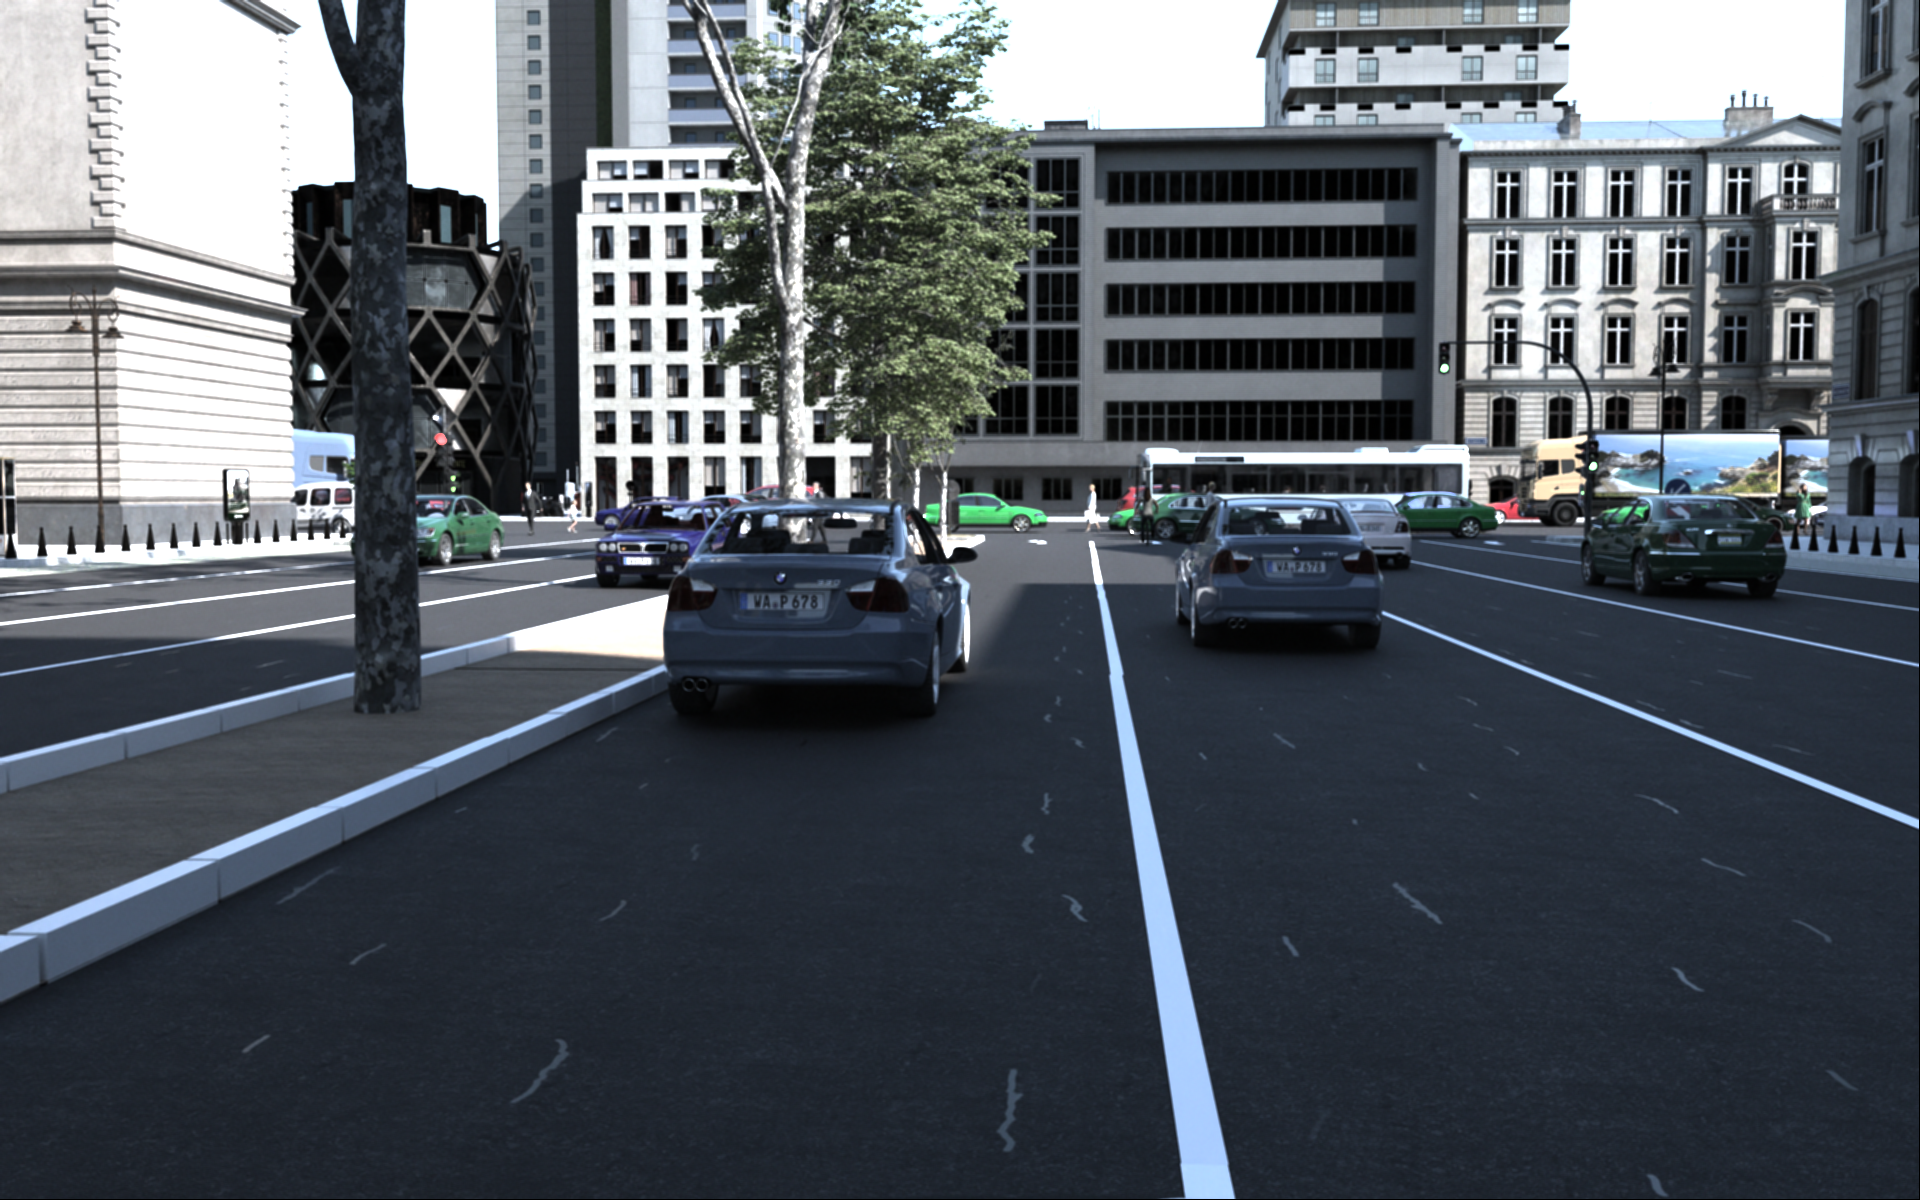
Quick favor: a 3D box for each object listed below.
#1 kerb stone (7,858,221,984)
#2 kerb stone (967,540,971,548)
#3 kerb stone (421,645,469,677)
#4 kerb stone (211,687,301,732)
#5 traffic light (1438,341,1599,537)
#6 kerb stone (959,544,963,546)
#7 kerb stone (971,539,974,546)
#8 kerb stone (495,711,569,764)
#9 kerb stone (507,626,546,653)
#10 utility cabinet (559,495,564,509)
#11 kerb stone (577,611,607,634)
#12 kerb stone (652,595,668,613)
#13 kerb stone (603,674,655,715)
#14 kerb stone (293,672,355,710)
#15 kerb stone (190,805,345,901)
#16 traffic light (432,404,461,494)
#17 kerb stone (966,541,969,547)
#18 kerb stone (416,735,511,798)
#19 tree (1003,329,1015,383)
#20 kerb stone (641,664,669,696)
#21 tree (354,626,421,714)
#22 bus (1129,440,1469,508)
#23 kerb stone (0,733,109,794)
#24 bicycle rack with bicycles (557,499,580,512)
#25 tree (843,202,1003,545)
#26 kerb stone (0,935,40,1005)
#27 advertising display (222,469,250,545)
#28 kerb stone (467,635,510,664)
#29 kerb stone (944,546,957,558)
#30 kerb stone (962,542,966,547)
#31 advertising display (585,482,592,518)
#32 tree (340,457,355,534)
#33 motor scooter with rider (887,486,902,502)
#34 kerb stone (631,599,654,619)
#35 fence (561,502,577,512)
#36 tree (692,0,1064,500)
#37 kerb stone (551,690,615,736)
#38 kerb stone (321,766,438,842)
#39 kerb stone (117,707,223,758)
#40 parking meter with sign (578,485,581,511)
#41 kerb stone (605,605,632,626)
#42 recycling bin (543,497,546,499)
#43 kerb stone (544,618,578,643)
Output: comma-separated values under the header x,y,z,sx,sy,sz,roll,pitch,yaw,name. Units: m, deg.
x,y,z,sx,sy,sz,roll,pitch,yaw,name
-2.693,1.017,5.566,0.120,0.150,1.000,0,4,4,kerb stone
0.142,-1.433,45.660,0.120,0.150,1.000,0,4,4,kerb stone
-4.211,0.504,13.951,0.120,0.150,1.000,0,4,4,kerb stone
-4.431,0.694,10.851,0.120,0.150,1.000,0,4,4,kerb stone
16.545,-4.694,51.421,4.771,5.953,1.251,0,4,4,traffic light
-0.084,-1.238,42.563,0.120,0.150,1.000,0,4,4,kerb stone
0.216,-1.498,46.685,0.120,0.150,1.000,0,4,4,kerb stone
-2.408,0.774,9.672,0.120,0.150,1.000,0,4,4,kerb stone
-4.064,0.378,16.012,0.120,0.150,1.000,0,4,4,kerb stone
-33.742,-8.289,146.686,0.306,1.237,1.020,-1,4,-9,utility cabinet
-3.911,0.251,18.094,0.120,0.150,1.000,0,4,4,kerb stone
-3.697,0.062,21.181,0.120,0.150,1.000,0,4,4,kerb stone
-2.262,0.642,11.723,0.120,0.150,1.000,0,4,4,kerb stone
-4.362,0.631,11.882,0.120,0.150,1.000,0,4,4,kerb stone
-2.624,0.954,6.592,0.120,0.150,1.000,0,4,4,kerb stone
-15.988,-3.971,53.842,0.839,4.253,0.868,0,4,4,traffic light
0.072,-1.366,44.621,0.120,0.150,1.000,0,4,4,kerb stone
-2.480,0.830,8.644,0.120,0.150,1.000,0,4,4,kerb stone
-0.468,-5.850,48.466,4.360,8.622,3.978,0,3,0,tree
-2.191,0.578,12.749,0.120,0.150,1.000,0,4,4,kerb stone
-4.924,-9.382,11.749,12.611,20.169,13.585,0,3,0,tree
12.513,-4.382,66.508,13.247,3.499,2.948,0,4,2,bus
-4.579,0.819,8.799,0.120,0.150,1.000,0,4,4,kerb stone
-28.562,-6.777,124.190,2.852,0.926,2.925,-3,5,-44,bicycle rack with bicycles
-1.105,-5.510,42.914,4.360,8.622,3.978,0,3,0,tree
-2.771,1.080,4.538,0.120,0.150,1.000,0,4,4,kerb stone
-18.553,-2.398,44.420,0.123,1.923,0.974,1,4,10,advertising display
-4.137,0.444,14.977,0.120,0.150,1.000,0,4,4,kerb stone
-0.223,-1.120,40.500,0.120,0.150,1.000,0,4,4,kerb stone
-0.002,-1.308,43.588,0.120,0.150,1.000,0,4,4,kerb stone
-20.038,-5.397,93.462,0.123,1.923,0.974,-2,4,-26,advertising display
-19.050,-3.718,55.388,1.663,3.219,1.824,0,3,0,tree
-2.469,-3.401,64.579,1.986,1.779,0.876,0,4,4,motor scooter with rider
-3.773,0.128,20.151,0.120,0.150,1.000,0,4,4,kerb stone
-28.774,-6.992,129.690,0.278,0.683,2.069,3,5,44,fence
-1.746,-7.060,36.021,7.486,12.596,7.792,0,3,0,tree
-2.339,0.706,10.698,0.120,0.150,1.000,0,4,4,kerb stone
-2.553,0.894,7.618,0.120,0.150,1.000,0,4,4,kerb stone
-4.502,0.757,9.825,0.120,0.150,1.000,0,4,4,kerb stone
-29.396,-8.463,134.636,0.543,3.016,1.738,0,4,-6,parking meter with sign
-3.844,0.188,19.123,0.120,0.150,1.000,0,4,4,kerb stone
-32.613,-7.590,136.644,0.722,1.027,0.722,-3,4,-37,recycling bin
-3.987,0.315,17.052,0.120,0.150,1.000,0,4,4,kerb stone
